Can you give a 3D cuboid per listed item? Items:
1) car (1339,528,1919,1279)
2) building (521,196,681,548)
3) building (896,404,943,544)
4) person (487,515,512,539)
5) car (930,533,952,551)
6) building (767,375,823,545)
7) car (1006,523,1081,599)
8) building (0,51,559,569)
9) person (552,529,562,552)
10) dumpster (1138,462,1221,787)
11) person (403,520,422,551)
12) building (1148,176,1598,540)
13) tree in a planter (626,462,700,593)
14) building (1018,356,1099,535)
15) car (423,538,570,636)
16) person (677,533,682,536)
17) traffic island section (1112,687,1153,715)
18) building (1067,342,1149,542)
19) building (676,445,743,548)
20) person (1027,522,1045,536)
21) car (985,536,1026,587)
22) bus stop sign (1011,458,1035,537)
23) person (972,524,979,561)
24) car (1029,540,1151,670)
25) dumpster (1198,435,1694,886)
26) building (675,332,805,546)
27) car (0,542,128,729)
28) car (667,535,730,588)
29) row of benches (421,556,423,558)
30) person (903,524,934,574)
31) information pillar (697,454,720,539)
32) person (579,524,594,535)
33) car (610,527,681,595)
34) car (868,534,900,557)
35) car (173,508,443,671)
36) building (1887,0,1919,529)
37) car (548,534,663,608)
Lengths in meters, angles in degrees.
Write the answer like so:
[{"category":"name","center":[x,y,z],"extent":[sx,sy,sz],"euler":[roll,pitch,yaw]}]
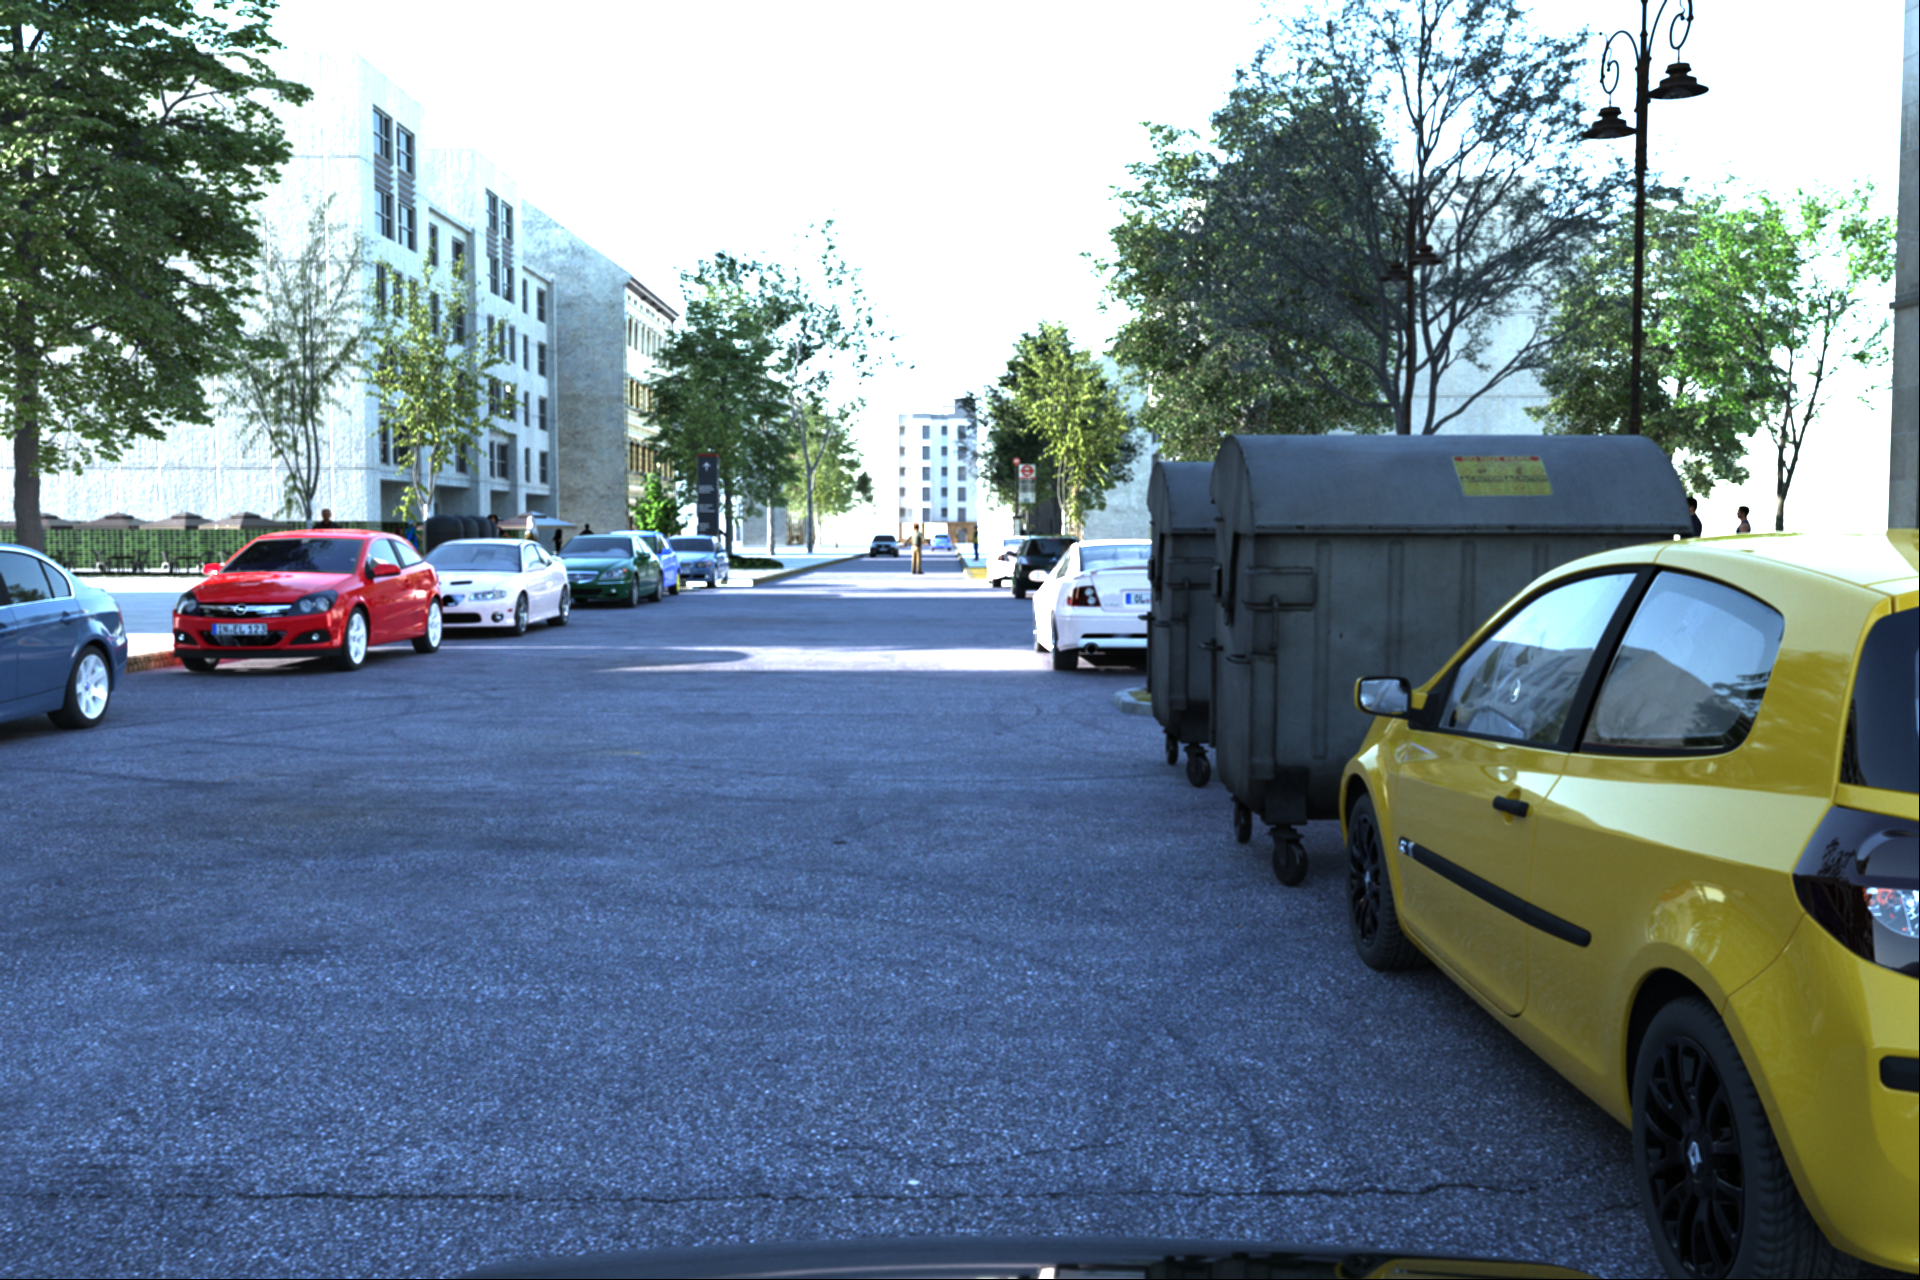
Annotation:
[{"category":"car","center":[2.172,0.347,4.556],"extent":[2.015,1.641,3.980],"euler":[0,3,0]},{"category":"building","center":[-28.825,-17.074,110.095],"extent":[19.493,23.208,18.063],"euler":[0,4,0]},{"category":"building","center":[-8.674,-23.568,244.217],"extent":[11.380,20.090,16.016],"euler":[0,4,1]},{"category":"person","center":[-13.143,-2.607,48.770],"extent":[1.345,1.843,0.704],"euler":[-2,4,-24]},{"category":"car","center":[-1.634,-8.501,148.582],"extent":[1.945,1.707,3.694],"euler":[0,4,-2]},{"category":"building","center":[-27.328,-23.722,218.775],"extent":[19.493,23.208,18.063],"euler":[0,4,-1]},{"category":"car","center":[2.068,-1.840,39.867],"extent":[2.009,1.686,4.222],"euler":[0,3,0]},{"category":"building","center":[-30.481,-13.031,79.516],"extent":[16.747,18.905,31.486],"euler":[0,4,0]},{"category":"person","center":[-18.678,-4.539,80.401],"extent":[0.705,1.806,1.347],"euler":[-2,4,-27]},{"category":"dumpster","center":[2.039,-0.126,10.277],"extent":[1.865,1.857,1.264],"euler":[0,4,-1]},{"category":"person","center":[-20.560,-3.606,65.080],"extent":[1.347,1.817,0.704],"euler":[3,4,37]},{"category":"building","center":[20.412,-13.934,94.278],"extent":[16.747,18.905,31.486],"euler":[0,3,0]},{"category":"tree in a planter","center":[-7.525,-2.797,42.947],"extent":[1.991,3.239,1.994],"euler":[0,4,0]},{"category":"building","center":[20.929,-22.666,214.567],"extent":[27.936,21.610,32.646],"euler":[0,4,0]},{"category":"car","center":[-7.071,-0.818,25.741],"extent":[2.083,1.381,4.827],"euler":[0,4,-1]},{"category":"person","center":[-8.515,-2.629,52.245],"extent":[0.991,1.433,0.599],"euler":[1,4,21]},{"category":"traffic island section","center":[2.296,0.517,14.417],"extent":[1.991,0.108,1.994],"euler":[0,4,0]},{"category":"building","center":[20.610,-20.809,171.147],"extent":[19.493,23.208,18.063],"euler":[0,4,0]},{"category":"building","center":[-25.788,-13.918,169.707],"extent":[9.099,9.664,28.070],"euler":[0,4,-1]},{"category":"person","center":[3.545,-4.464,79.121],"extent":[1.348,1.813,0.705],"euler":[1,4,18]},{"category":"car","center":[1.747,-2.183,48.060],"extent":[2.083,1.381,4.827],"euler":[0,4,-1]},{"category":"bus stop sign","center":[2.200,-4.386,60.410],"extent":[0.855,3.939,0.416],"euler":[0,4,-1]},{"category":"person","center":[0.697,-4.702,83.343],"extent":[0.721,1.772,1.216],"euler":[0,4,5]},{"category":"car","center":[1.859,-0.443,19.610],"extent":[2.083,1.381,4.827],"euler":[0,4,-1]},{"category":"dumpster","center":[2.032,0.042,7.529],"extent":[1.865,1.857,1.264],"euler":[0,4,-1]},{"category":"building","center":[-27.852,-22.302,195.563],"extent":[19.493,23.208,18.063],"euler":[0,4,0]},{"category":"car","center":[-7.247,0.030,11.507],"extent":[2.014,1.417,4.499],"euler":[0,4,-1]},{"category":"car","center":[-7.369,-2.172,47.511],"extent":[2.014,1.417,4.499],"euler":[0,4,-1]},{"category":"row of benches","center":[-16.295,-2.248,52.210],"extent":[4.104,0.672,1.422],"euler":[-1,4,-16]},{"category":"person","center":[-1.528,-3.262,62.059],"extent":[1.348,1.796,0.705],"euler":[2,4,35]},{"category":"information pillar","center":[-8.161,-4.088,56.221],"extent":[0.750,3.857,0.750],"euler":[0,4,-1]},{"category":"person","center":[-17.016,-4.414,78.896],"extent":[1.216,1.740,0.721],"euler":[-2,4,-31]},{"category":"car","center":[-7.488,-1.841,39.687],"extent":[1.945,1.707,3.694],"euler":[0,4,0]},{"category":"car","center":[-4.696,-5.984,107.630],"extent":[2.009,1.686,4.222],"euler":[0,4,0]},{"category":"car","center":[-7.210,-0.637,19.456],"extent":[2.155,1.783,4.494],"euler":[0,4,0]},{"category":"building","center":[27.432,-12.943,13.783],"extent":[24.374,26.755,37.873],"euler":[0,4,-1]},{"category":"car","center":[-7.224,-1.430,35.180],"extent":[2.131,1.459,4.920],"euler":[0,3,0]}]
